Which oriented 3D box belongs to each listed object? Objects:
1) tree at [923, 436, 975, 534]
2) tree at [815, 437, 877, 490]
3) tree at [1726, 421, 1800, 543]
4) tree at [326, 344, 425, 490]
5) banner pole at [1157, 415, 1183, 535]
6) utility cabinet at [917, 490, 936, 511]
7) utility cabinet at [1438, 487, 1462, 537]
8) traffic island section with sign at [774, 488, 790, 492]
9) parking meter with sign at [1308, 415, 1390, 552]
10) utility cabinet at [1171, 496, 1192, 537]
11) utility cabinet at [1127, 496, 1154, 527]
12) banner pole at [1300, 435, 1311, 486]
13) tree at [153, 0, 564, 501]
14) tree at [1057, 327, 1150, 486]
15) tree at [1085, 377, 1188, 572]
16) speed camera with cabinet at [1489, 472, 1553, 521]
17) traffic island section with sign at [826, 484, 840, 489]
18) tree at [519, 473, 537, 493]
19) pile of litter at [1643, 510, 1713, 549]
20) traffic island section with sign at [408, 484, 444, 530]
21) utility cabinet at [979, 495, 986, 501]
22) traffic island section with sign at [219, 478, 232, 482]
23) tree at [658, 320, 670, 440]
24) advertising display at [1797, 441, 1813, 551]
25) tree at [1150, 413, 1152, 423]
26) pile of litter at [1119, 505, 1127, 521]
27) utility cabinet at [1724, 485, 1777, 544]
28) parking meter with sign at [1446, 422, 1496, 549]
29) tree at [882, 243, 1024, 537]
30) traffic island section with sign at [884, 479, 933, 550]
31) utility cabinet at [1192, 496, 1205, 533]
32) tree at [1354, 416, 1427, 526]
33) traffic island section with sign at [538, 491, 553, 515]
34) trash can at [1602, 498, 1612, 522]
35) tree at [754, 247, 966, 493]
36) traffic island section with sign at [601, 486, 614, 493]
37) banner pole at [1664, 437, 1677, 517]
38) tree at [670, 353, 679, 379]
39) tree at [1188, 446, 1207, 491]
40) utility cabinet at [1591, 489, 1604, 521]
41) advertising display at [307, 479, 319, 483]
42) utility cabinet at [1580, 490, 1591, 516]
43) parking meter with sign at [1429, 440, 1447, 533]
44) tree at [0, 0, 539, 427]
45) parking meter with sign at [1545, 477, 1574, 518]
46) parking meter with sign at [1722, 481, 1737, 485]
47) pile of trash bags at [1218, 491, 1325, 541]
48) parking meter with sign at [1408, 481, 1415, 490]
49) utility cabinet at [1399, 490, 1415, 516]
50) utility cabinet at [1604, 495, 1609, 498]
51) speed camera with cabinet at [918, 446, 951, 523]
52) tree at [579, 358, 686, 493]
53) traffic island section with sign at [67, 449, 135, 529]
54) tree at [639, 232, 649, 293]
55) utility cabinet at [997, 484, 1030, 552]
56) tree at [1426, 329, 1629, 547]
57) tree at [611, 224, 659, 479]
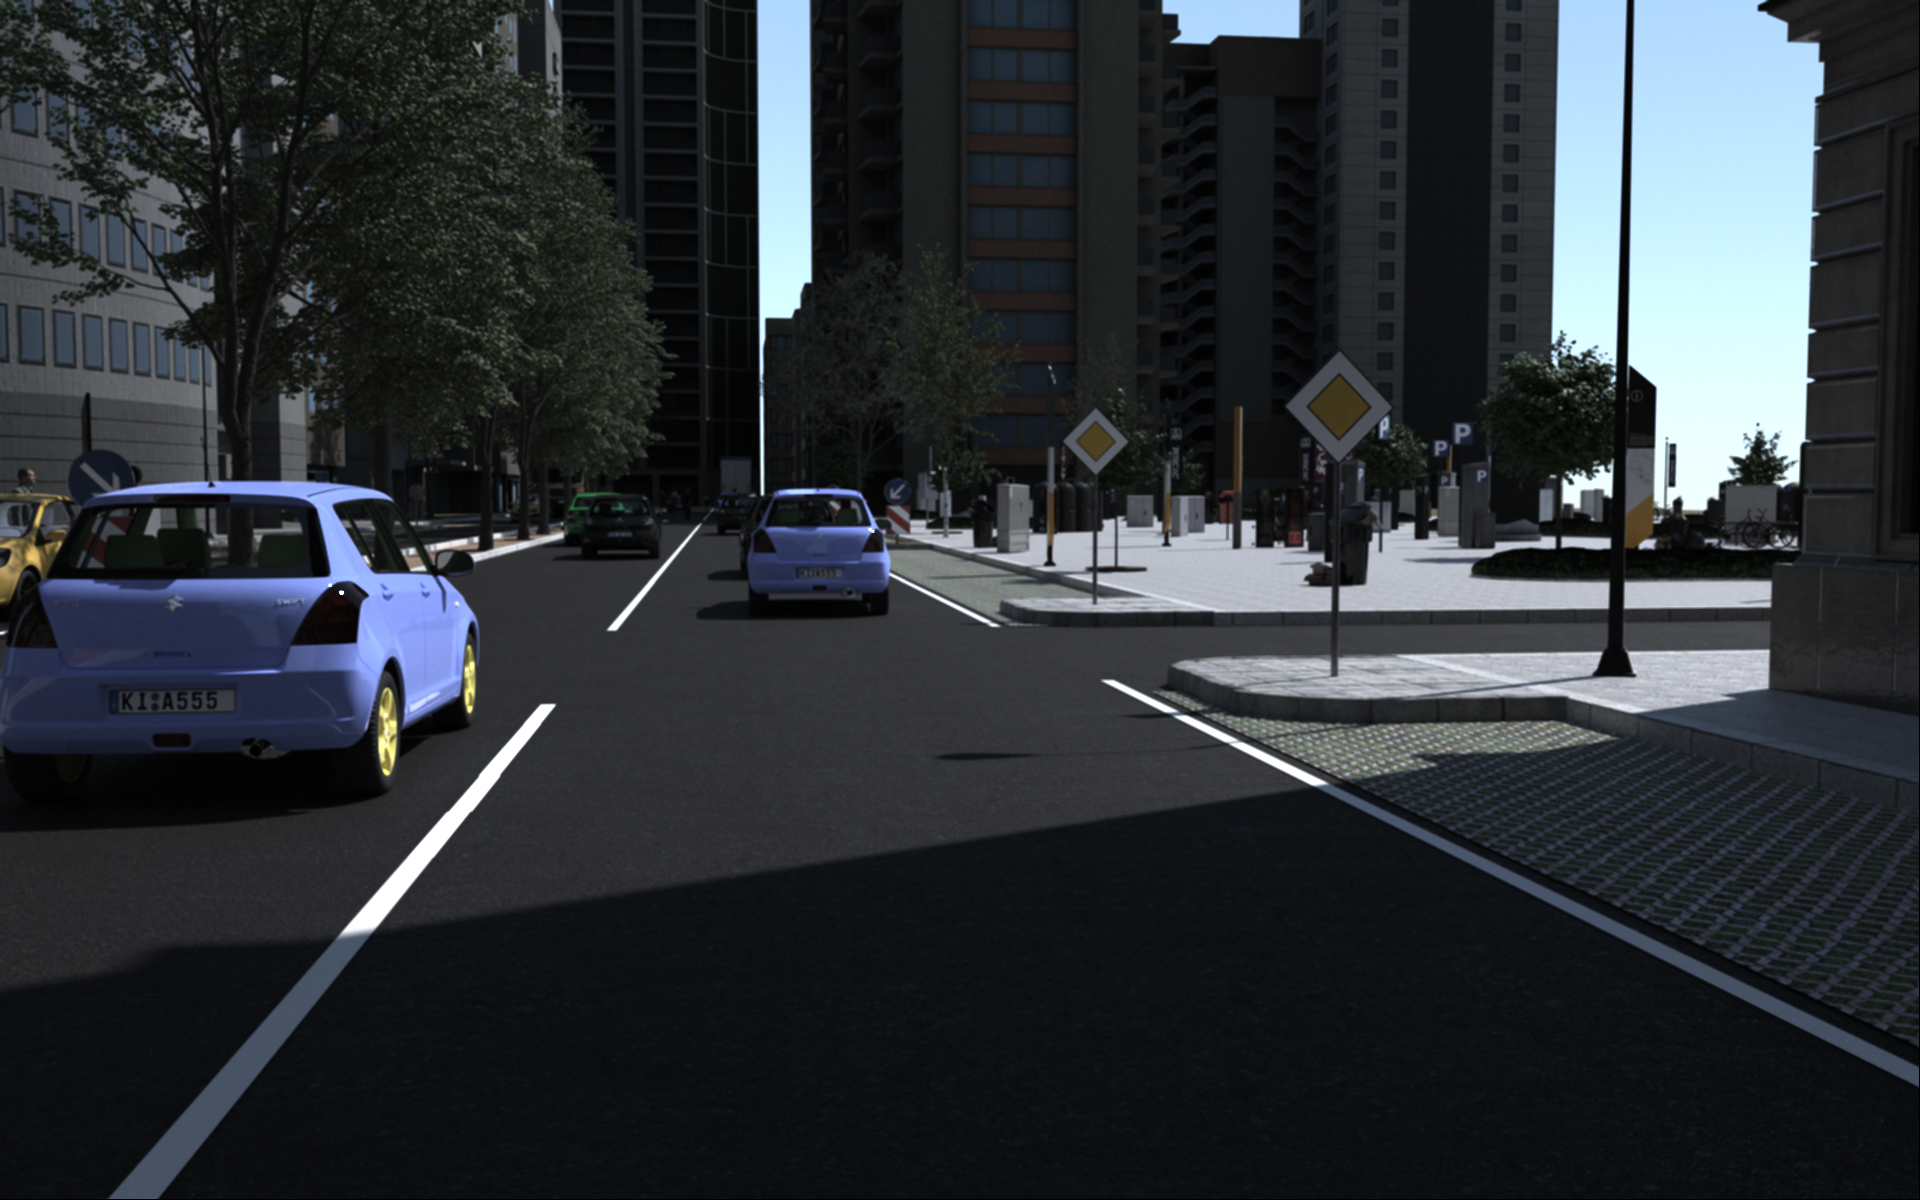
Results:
[{"bbox_3d":[-0.529,-3.777,56.363,1.663,3.219,1.824,0,3,0],"label":"tree"},{"bbox_3d":[-6.298,-6.908,96.664,4.285,4.588,4.351,0,3,0],"label":"tree"},{"bbox_3d":[21.281,-3.160,46.263,1.663,3.219,1.824,0,3,0],"label":"tree"},{"bbox_3d":[-25.247,-7.629,75.094,4.360,8.622,3.978,0,3,0],"label":"tree"},{"bbox_3d":[6.647,-3.951,54.611,0.863,3.779,0.401,2,4,24],"label":"banner pole"},{"bbox_3d":[-1.811,-5.176,93.314,0.318,1.500,1.173,3,5,43],"label":"utility cabinet"},{"bbox_3d":[14.866,-2.638,51.810,1.173,1.500,0.318,-2,4,-27],"label":"utility cabinet"},{"bbox_3d":[-15.726,-8.532,148.121,1.989,1.847,2.006,0,4,-8],"label":"traffic island section with sign"},{"bbox_3d":[8.602,-2.584,38.508,1.738,3.016,0.543,3,4,38],"label":"parking meter with sign"},{"bbox_3d":[6.661,-2.526,52.460,0.306,1.237,1.020,1,4,22],"label":"utility cabinet"},{"bbox_3d":[6.990,-3.430,67.237,1.020,1.237,0.306,0,4,3],"label":"utility cabinet"},{"bbox_3d":[12.939,-4.535,64.164,0.863,3.779,0.401,3,5,40],"label":"banner pole"},{"bbox_3d":[-10.655,-6.790,31.606,7.486,12.596,7.792,0,3,0],"label":"tree"},{"bbox_3d":[6.251,-7.737,76.870,4.360,8.622,3.978,0,3,0],"label":"tree"},{"bbox_3d":[2.577,-2.092,28.805,1.663,3.219,1.824,0,3,0],"label":"tree"},{"bbox_3d":[18.491,-3.843,57.175,2.038,3.252,0.660,0,4,-5],"label":"speed camera with cabinet"},{"bbox_3d":[-5.411,-3.864,71.809,1.989,1.847,2.006,0,4,-8],"label":"traffic island section with sign"},{"bbox_3d":[-34.488,-8.756,137.767,1.663,3.219,1.824,0,3,0],"label":"tree"},{"bbox_3d":[16.486,-1.577,39.755,1.719,0.858,1.176,3,5,44],"label":"pile of litter"},{"bbox_3d":[-21.978,-3.752,69.976,1.989,1.847,2.006,0,4,-8],"label":"traffic island section with sign"},{"bbox_3d":[0.687,-4.124,78.590,1.020,1.237,0.306,2,4,29],"label":"utility cabinet"},{"bbox_3d":[-18.374,-2.118,43.261,1.989,1.847,2.006,0,4,-8],"label":"traffic island section with sign"},{"bbox_3d":[-15.807,-9.086,69.136,7.486,12.596,7.792,0,3,0],"label":"tree"},{"bbox_3d":[10.698,-0.997,21.514,0.974,1.923,0.123,-3,5,-39],"label":"advertising display"},{"bbox_3d":[8.098,-8.828,94.692,4.360,8.622,3.978,0,3,0],"label":"tree"},{"bbox_3d":[8.389,-4.245,83.365,1.176,0.858,1.719,-1,4,-20],"label":"pile of litter"},{"bbox_3d":[19.992,-2.148,43.802,1.173,1.500,0.318,2,4,26],"label":"utility cabinet"},{"bbox_3d":[12.314,-2.762,41.415,0.543,3.016,1.738,0,4,-7],"label":"parking meter with sign"},{"bbox_3d":[-0.356,-6.141,50.765,4.737,8.622,4.395,0,3,0],"label":"tree"},{"bbox_3d":[-1.805,-2.230,45.096,1.989,1.847,2.006,0,4,-8],"label":"traffic island section with sign"},{"bbox_3d":[7.639,-2.836,57.534,1.020,1.237,0.306,-2,4,-26],"label":"utility cabinet"},{"bbox_3d":[17.454,-5.331,70.883,4.285,4.588,4.351,0,3,0],"label":"tree"},{"bbox_3d":[-28.576,-6.735,118.742,1.989,1.847,2.006,0,4,-8],"label":"traffic island section with sign"},{"bbox_3d":[26.169,-3.548,69.658,0.748,1.137,0.748,0,3,0],"label":"trash can"},{"bbox_3d":[-4.889,-10.697,85.263,12.009,13.543,11.850,0,3,0],"label":"tree"},{"bbox_3d":[-18.942,-5.180,92.830,2.006,1.907,1.989,0,4,-8],"label":"traffic island section with sign"},{"bbox_3d":[30.984,-5.237,75.639,0.401,3.779,0.863,-1,4,-16],"label":"banner pole"},{"bbox_3d":[-16.377,-9.548,76.700,7.486,12.596,7.792,0,3,0],"label":"tree"},{"bbox_3d":[7.542,-3.958,59.317,1.663,3.219,1.824,0,3,0],"label":"tree"},{"bbox_3d":[27.102,-3.961,73.441,0.318,1.500,1.173,1,4,15],"label":"utility cabinet"},{"bbox_3d":[-28.224,-4.292,75.394,0.974,1.923,0.123,2,4,34],"label":"advertising display"},{"bbox_3d":[33.949,-5.170,93.210,1.173,1.500,0.318,-1,4,-21],"label":"utility cabinet"},{"bbox_3d":[15.887,-3.679,56.417,0.543,3.016,1.738,2,4,31],"label":"parking meter with sign"},{"bbox_3d":[-9.347,-5.757,22.342,9.928,11.665,9.643,0,3,0],"label":"tree"},{"bbox_3d":[26.234,-4.908,76.507,1.738,3.016,0.543,3,5,43],"label":"parking meter with sign"},{"bbox_3d":[43.500,-6.220,97.963,1.738,3.016,0.543,0,4,1],"label":"parking meter with sign"},{"bbox_3d":[8.861,-2.340,48.016,3.447,1.369,1.912,1,4,16],"label":"pile of trash bags"},{"bbox_3d":[24.617,-5.915,92.972,0.543,3.016,1.738,-2,4,-26],"label":"parking meter with sign"},{"bbox_3d":[23.207,-4.942,89.486,0.318,1.500,1.173,-2,4,-24],"label":"utility cabinet"},{"bbox_3d":[34.844,-5.059,93.883,0.306,1.237,1.020,0,4,3],"label":"utility cabinet"},{"bbox_3d":[-0.748,-4.781,72.511,2.038,3.252,0.660,-2,4,-33],"label":"speed camera with cabinet"},{"bbox_3d":[-17.660,-9.060,85.004,8.767,10.594,7.601,0,4,-8],"label":"tree"},{"bbox_3d":[-8.865,-0.626,18.368,2.006,1.907,1.989,0,4,-8],"label":"traffic island section with sign"},{"bbox_3d":[-11.690,-7.004,42.735,9.928,11.665,9.643,0,3,0],"label":"tree"},{"bbox_3d":[1.183,-1.794,38.003,0.318,1.500,1.173,2,4,24],"label":"utility cabinet"},{"bbox_3d":[11.982,-3.115,34.649,4.285,4.588,4.351,0,3,0],"label":"tree"},{"bbox_3d":[-14.962,-8.625,61.610,7.486,12.596,7.792,0,3,0],"label":"tree"}]
